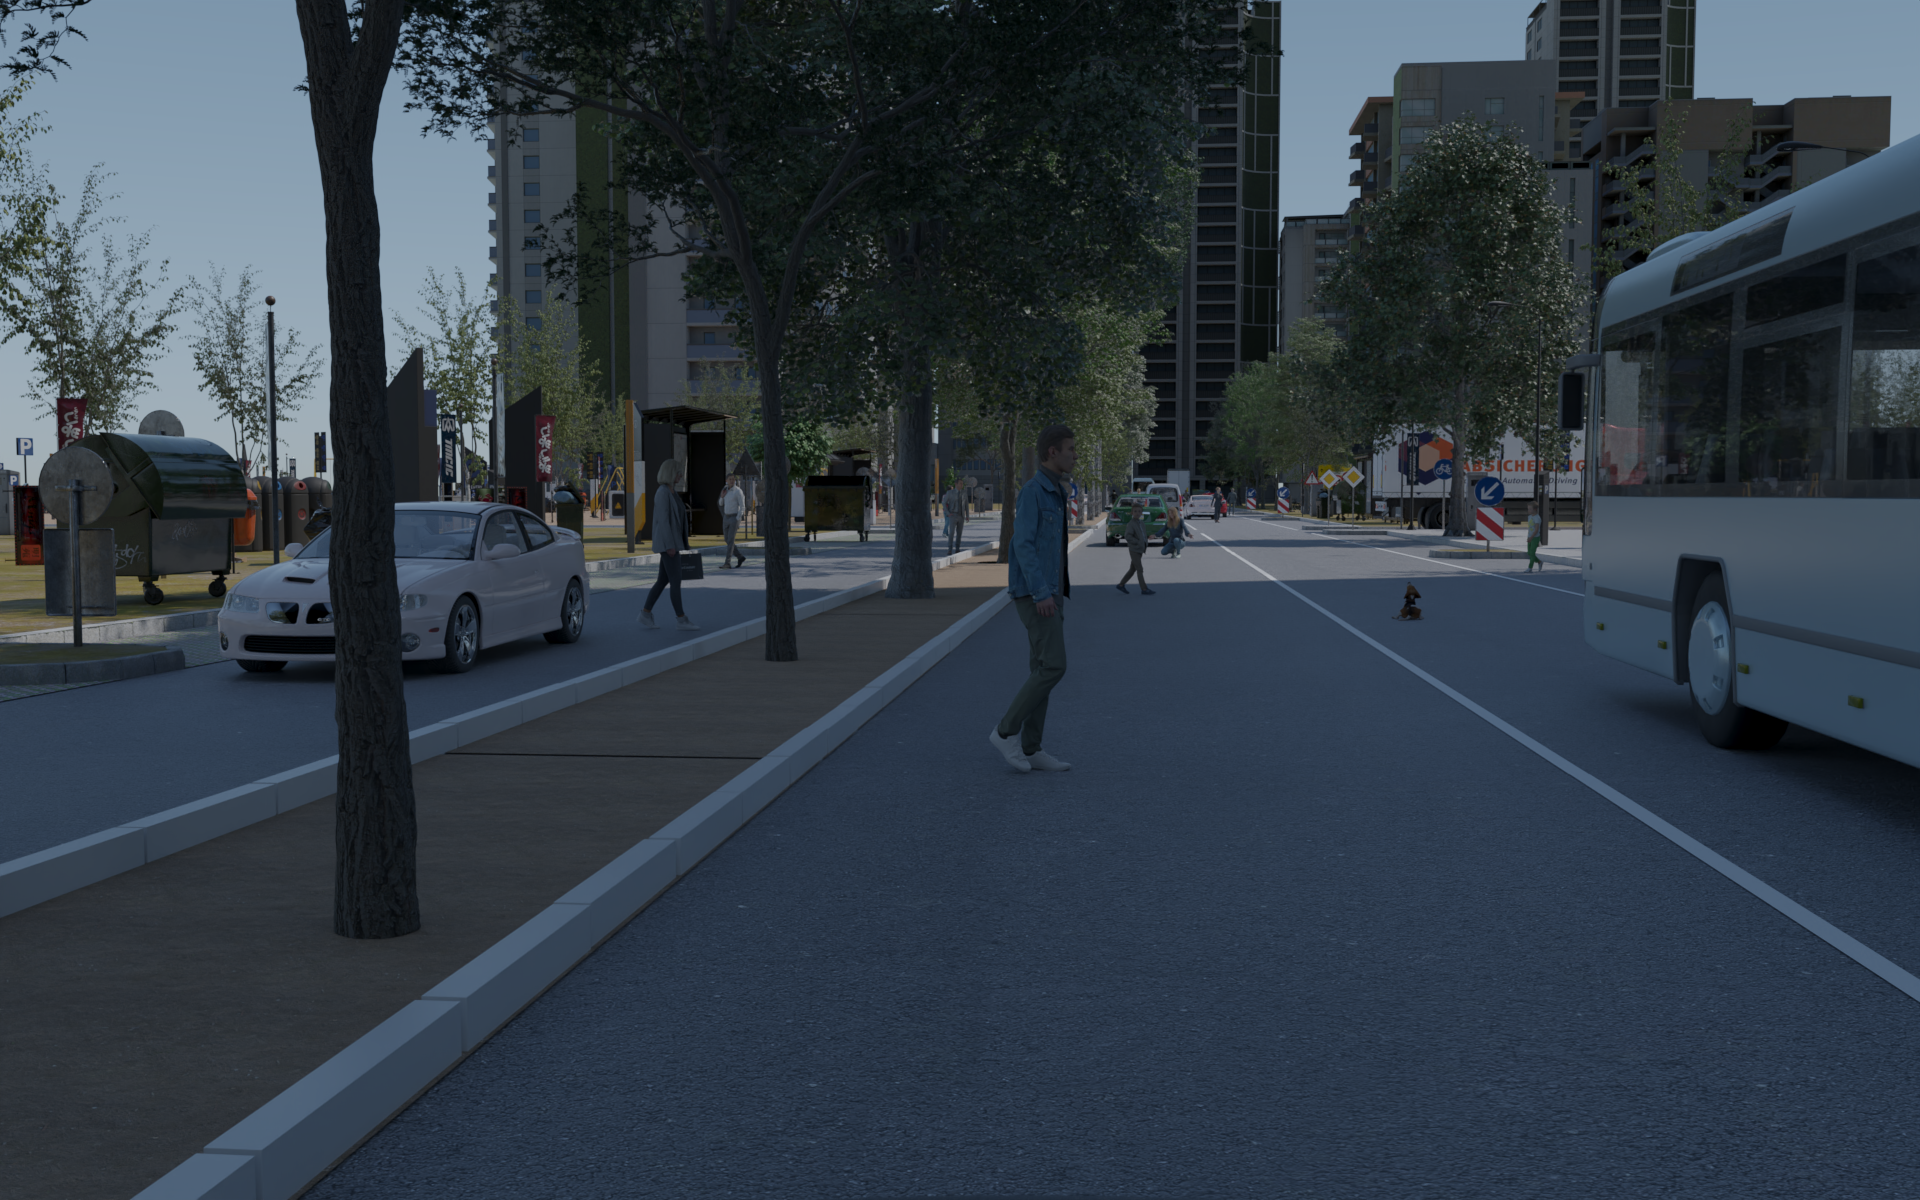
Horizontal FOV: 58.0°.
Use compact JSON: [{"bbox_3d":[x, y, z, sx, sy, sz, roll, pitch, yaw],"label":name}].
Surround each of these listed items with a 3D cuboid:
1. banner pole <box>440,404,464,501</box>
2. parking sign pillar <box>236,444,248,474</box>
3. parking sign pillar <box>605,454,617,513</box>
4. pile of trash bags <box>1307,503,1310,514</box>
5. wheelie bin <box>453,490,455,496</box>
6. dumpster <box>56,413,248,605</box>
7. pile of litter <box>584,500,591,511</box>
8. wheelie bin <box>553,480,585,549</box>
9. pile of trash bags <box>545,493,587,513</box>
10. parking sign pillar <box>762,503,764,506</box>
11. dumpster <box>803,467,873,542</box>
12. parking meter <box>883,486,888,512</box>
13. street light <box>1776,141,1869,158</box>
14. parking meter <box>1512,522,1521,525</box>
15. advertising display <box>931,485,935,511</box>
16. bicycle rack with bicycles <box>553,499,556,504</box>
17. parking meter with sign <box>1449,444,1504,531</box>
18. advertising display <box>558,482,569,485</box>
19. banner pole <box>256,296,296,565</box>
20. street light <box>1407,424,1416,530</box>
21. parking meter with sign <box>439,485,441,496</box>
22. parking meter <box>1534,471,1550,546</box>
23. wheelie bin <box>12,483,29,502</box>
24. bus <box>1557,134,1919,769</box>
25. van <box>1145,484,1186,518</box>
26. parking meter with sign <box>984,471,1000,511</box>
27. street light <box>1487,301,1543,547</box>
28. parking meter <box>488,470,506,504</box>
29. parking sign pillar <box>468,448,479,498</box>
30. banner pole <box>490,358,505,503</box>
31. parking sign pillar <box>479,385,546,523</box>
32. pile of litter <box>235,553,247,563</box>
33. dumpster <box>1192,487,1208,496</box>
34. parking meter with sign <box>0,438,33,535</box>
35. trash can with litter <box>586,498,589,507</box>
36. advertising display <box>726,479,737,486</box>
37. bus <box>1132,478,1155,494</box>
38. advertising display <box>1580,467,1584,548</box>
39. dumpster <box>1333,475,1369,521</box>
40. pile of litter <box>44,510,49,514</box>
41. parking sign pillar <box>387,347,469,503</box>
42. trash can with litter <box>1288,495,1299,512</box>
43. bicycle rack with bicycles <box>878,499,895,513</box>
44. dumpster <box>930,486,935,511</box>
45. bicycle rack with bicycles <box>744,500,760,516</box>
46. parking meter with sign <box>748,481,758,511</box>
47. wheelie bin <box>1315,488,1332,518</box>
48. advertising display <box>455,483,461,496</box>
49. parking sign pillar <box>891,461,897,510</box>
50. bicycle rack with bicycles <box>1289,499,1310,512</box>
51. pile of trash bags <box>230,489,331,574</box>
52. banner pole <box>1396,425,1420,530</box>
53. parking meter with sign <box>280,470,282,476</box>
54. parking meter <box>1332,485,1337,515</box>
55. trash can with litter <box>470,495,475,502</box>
[{"bbox_3d":[-13.971,-3.538,47.863,0.401,3.779,0.863,3,5,44],"label":"banner pole"},{"bbox_3d":[-38.383,-6.375,92.704,1.447,3.967,1.447,-2,4,-27],"label":"parking sign pillar"},{"bbox_3d":[-23.229,-7.789,115.824,1.447,3.967,1.447,-1,4,-18],"label":"parking sign pillar"},{"bbox_3d":[22.772,-6.019,108.160,1.912,1.369,3.447,0,4,5],"label":"pile of trash bags"},{"bbox_3d":[-41.722,-8.235,142.555,0.693,1.594,0.980,1,4,16],"label":"wheelie bin"},{"bbox_3d":[-9.699,-1.113,20.688,1.502,2.255,1.985,0,4,6],"label":"dumpster"},{"bbox_3d":[-28.376,-7.154,130.927,1.719,0.858,1.176,1,4,21],"label":"pile of litter"},{"bbox_3d":[-8.523,-1.829,37.806,0.693,1.594,0.980,-1,4,-12],"label":"wheelie bin"},{"bbox_3d":[-27.028,-6.637,118.267,3.447,1.369,1.912,1,4,18],"label":"pile of trash bags"},{"bbox_3d":[-9.294,-5.972,86.121,1.447,3.967,1.447,-1,4,-9],"label":"parking sign pillar"},{"bbox_3d":[-3.666,-2.872,51.912,1.985,2.255,1.502,0,4,7],"label":"dumpster"},{"bbox_3d":[-5.235,-7.141,122.459,0.255,1.863,0.399,-2,4,-34],"label":"parking meter"},{"bbox_3d":[11.454,-3.082,22.931,1.470,5.913,1.316,0,4,6],"label":"street light"},{"bbox_3d":[23.343,-3.925,72.592,0.372,1.533,0.369,0,3,0],"label":"parking meter"},{"bbox_3d":[-2.495,-8.309,141.067,0.974,1.923,0.123,-2,4,-32],"label":"advertising display"},{"bbox_3d":[-30.079,-7.055,128.724,2.925,0.926,2.852,1,4,20],"label":"bicycle rack with bicycles"},{"bbox_3d":[18.082,-3.940,60.674,1.738,3.016,0.543,0,4,8],"label":"parking meter with sign"},{"bbox_3d":[-21.823,-5.513,95.356,0.123,1.923,0.974,3,4,36],"label":"advertising display"},{"bbox_3d":[-8.806,-1.966,22.154,0.401,3.779,0.863,-2,4,-28],"label":"banner pole"},{"bbox_3d":[15.496,-5.436,61.420,1.470,5.913,1.316,0,4,6],"label":"street light"},{"bbox_3d":[-44.148,-9.278,147.952,1.738,3.016,0.543,-1,4,-17],"label":"parking meter with sign"},{"bbox_3d":[14.455,-2.286,43.085,0.255,1.863,0.399,3,5,44],"label":"parking meter"},{"bbox_3d":[-26.933,-2.573,49.976,0.693,1.594,0.980,-3,4,-36],"label":"wheelie bin"},{"bbox_3d":[5.146,-0.731,6.811,2.948,3.499,13.247,0,4,6],"label":"bus"},{"bbox_3d":[8.332,-3.945,71.505,2.013,2.044,4.112,0,4,5],"label":"van"},{"bbox_3d":[2.175,-8.374,133.172,1.738,3.016,0.543,0,4,5],"label":"parking meter with sign"},{"bbox_3d":[13.404,-4.239,41.844,1.470,5.913,1.316,0,4,6],"label":"street light"},{"bbox_3d":[-11.133,-2.197,41.639,0.399,1.863,0.255,3,4,38],"label":"parking meter"},{"bbox_3d":[-27.394,-6.692,97.891,1.447,3.967,1.447,1,4,10],"label":"parking sign pillar"},{"bbox_3d":[-8.469,-2.556,31.812,0.401,3.779,0.863,-2,4,-30],"label":"banner pole"},{"bbox_3d":[-11.012,-3.339,43.066,1.447,3.967,1.447,0,4,-4],"label":"parking sign pillar"},{"bbox_3d":[-14.178,-1.139,32.595,1.719,0.858,1.176,3,5,42],"label":"pile of litter"},{"bbox_3d":[29.566,-12.746,213.342,1.985,2.255,1.502,0,4,6],"label":"dumpster"},{"bbox_3d":[-29.717,-3.529,53.961,1.738,3.016,0.543,1,4,21],"label":"parking meter with sign"},{"bbox_3d":[-29.085,-7.511,134.184,0.624,1.170,1.055,1,4,13],"label":"trash can with litter"},{"bbox_3d":[-9.907,-4.157,73.187,0.974,1.923,0.123,-1,4,-13],"label":"advertising display"},{"bbox_3d":[21.992,-13.000,207.403,2.948,3.499,13.247,0,4,7],"label":"bus"},{"bbox_3d":[15.062,-2.195,41.096,0.123,1.923,0.974,-1,4,-15],"label":"advertising display"},{"bbox_3d":[18.741,-4.929,83.085,1.502,2.255,1.985,0,4,6],"label":"dumpster"},{"bbox_3d":[-60.037,-6.060,113.047,1.719,0.858,1.176,2,4,33],"label":"pile of litter"},{"bbox_3d":[-10.331,-2.691,32.471,1.447,3.967,1.447,3,5,40],"label":"parking sign pillar"},{"bbox_3d":[23.196,-6.836,122.824,1.678,1.210,2.233,1,4,22],"label":"trash can with litter"},{"bbox_3d":[-5.514,-6.247,115.524,2.852,0.926,2.925,3,4,37],"label":"bicycle rack with bicycles"},{"bbox_3d":[-2.224,-5.643,94.751,1.502,2.255,1.985,0,4,6],"label":"dumpster"},{"bbox_3d":[-12.836,-5.304,100.101,2.925,0.926,2.852,-1,4,-15],"label":"bicycle rack with bicycles"},{"bbox_3d":[-15.569,-8.217,130.600,0.543,3.016,1.738,1,4,9],"label":"parking meter with sign"},{"bbox_3d":[19.300,-5.144,92.014,0.693,1.594,0.980,-1,4,-15],"label":"wheelie bin"},{"bbox_3d":[-28.764,-5.768,99.519,0.123,1.923,0.974,-3,4,-37],"label":"advertising display"},{"bbox_3d":[-5.206,-9.435,142.741,1.447,3.967,1.447,1,4,10],"label":"parking sign pillar"},{"bbox_3d":[27.459,-7.711,139.456,2.925,0.926,2.852,0,4,-4],"label":"bicycle rack with bicycles"},{"bbox_3d":[-10.295,-1.124,28.124,3.447,1.369,1.912,0,4,-2],"label":"pile of trash bags"},{"bbox_3d":[16.148,-4.426,62.375,0.863,3.779,0.401,0,4,-6],"label":"banner pole"},{"bbox_3d":[-48.214,-7.898,125.396,1.738,3.016,0.543,-1,4,-9],"label":"parking meter with sign"},{"bbox_3d":[23.002,-6.137,106.052,0.399,1.863,0.255,3,5,40],"label":"parking meter"},{"bbox_3d":[-24.294,-4.667,87.368,2.233,1.210,1.678,-1,4,-14],"label":"trash can with litter"}]
